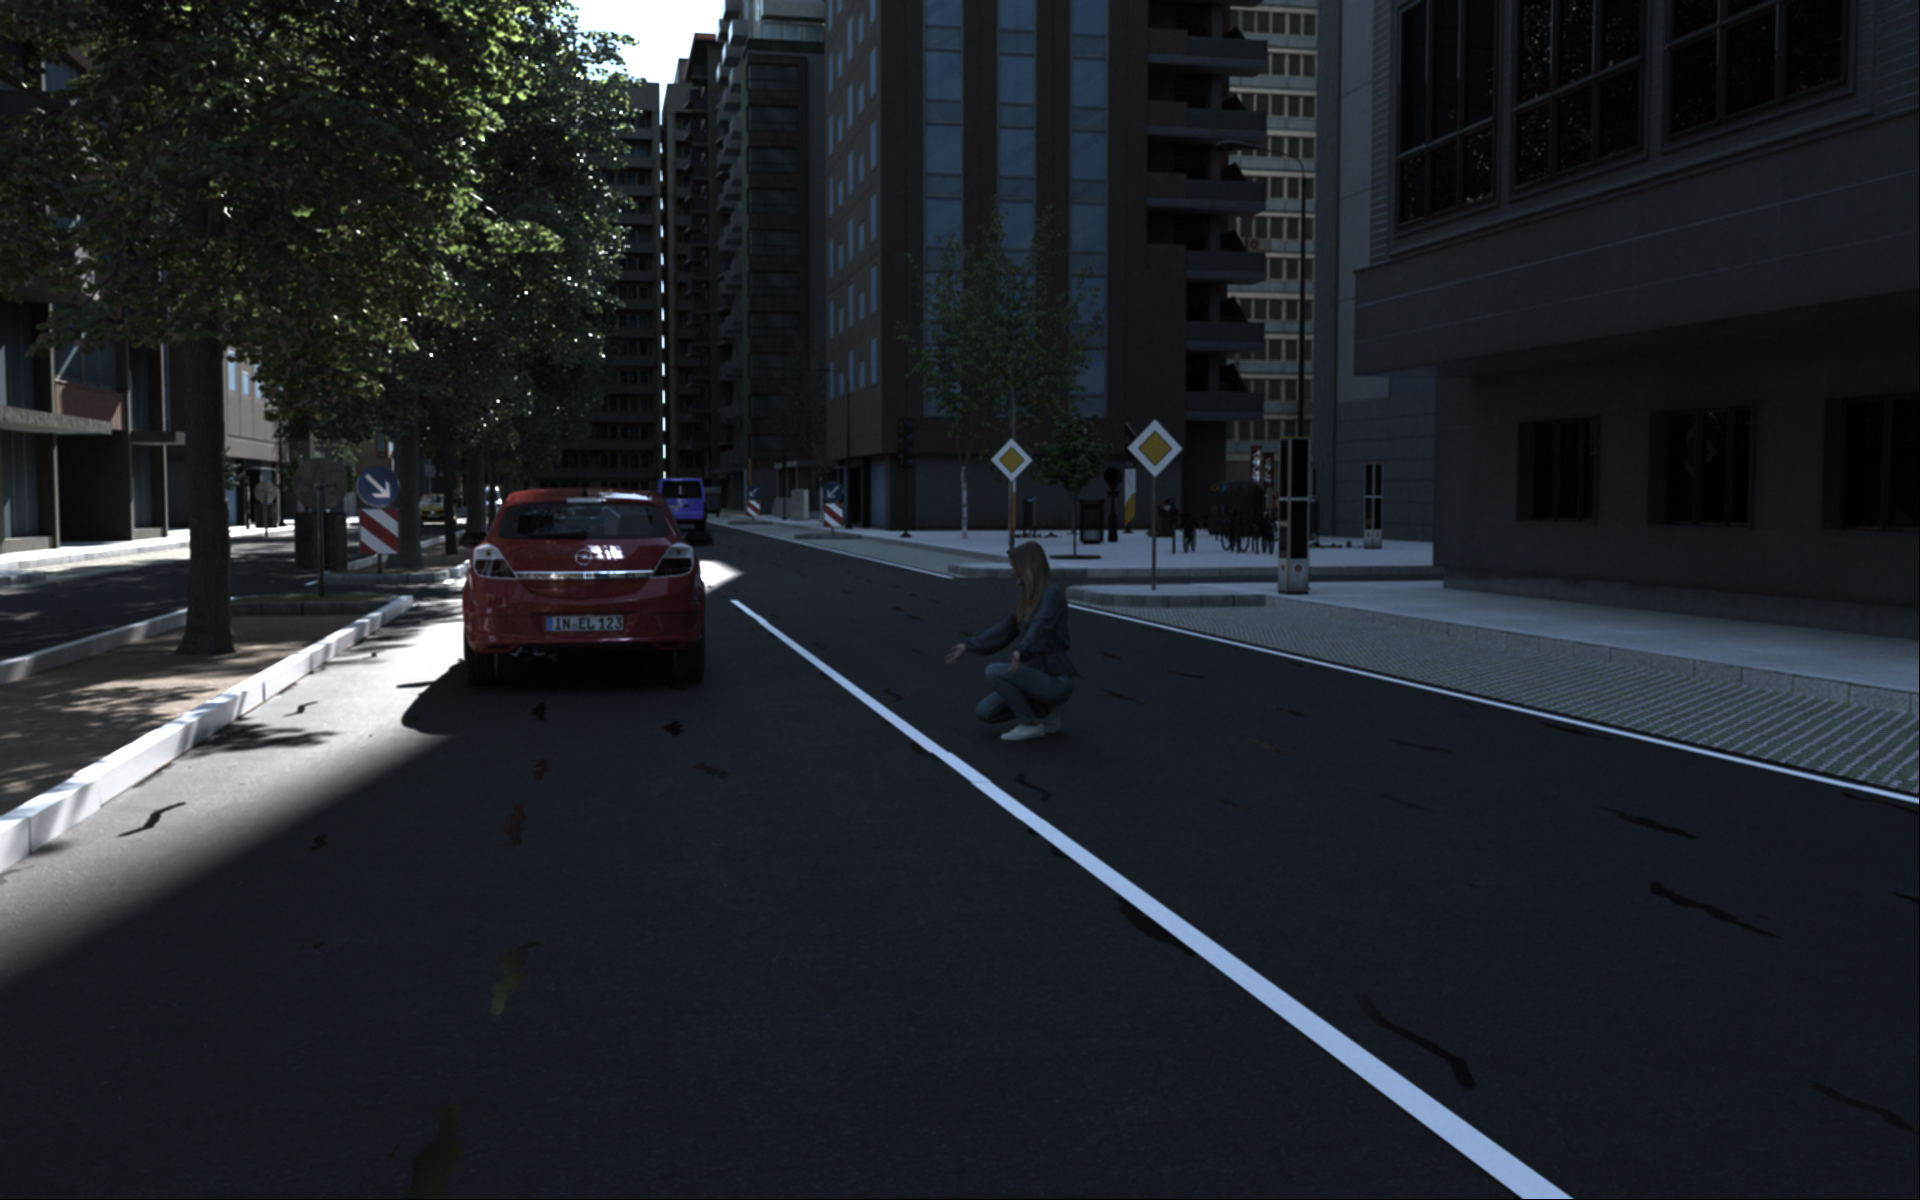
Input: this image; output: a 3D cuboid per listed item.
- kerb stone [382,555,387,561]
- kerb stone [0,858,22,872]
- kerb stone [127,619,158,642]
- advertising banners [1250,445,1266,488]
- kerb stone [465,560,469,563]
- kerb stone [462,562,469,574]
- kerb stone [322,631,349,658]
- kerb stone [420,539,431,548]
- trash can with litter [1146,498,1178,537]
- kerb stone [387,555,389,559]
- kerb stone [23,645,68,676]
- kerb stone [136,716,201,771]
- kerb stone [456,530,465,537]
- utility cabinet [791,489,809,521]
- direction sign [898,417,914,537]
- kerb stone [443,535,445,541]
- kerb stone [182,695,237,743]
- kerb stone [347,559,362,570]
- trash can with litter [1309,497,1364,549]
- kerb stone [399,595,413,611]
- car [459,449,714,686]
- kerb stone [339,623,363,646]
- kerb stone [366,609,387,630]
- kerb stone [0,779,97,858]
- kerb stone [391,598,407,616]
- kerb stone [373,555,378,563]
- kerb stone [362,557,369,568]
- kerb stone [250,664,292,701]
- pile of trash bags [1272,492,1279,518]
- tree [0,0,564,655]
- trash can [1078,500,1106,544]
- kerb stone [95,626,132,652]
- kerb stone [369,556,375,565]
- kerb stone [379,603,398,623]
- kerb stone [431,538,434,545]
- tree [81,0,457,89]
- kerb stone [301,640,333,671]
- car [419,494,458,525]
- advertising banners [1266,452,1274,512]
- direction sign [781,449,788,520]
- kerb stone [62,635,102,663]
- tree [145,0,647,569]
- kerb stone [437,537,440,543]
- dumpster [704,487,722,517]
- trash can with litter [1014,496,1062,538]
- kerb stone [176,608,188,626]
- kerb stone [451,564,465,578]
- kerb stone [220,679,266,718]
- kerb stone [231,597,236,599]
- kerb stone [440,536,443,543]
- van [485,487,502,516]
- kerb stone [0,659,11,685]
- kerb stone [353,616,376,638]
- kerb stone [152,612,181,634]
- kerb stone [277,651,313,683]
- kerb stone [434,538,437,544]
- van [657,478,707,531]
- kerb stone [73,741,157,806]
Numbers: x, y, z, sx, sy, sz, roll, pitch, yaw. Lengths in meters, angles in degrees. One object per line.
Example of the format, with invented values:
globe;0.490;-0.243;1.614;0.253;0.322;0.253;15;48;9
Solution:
kerb stone;-12.276;-0.879;36.565;0.120;0.150;1.000;-1;4;-12
kerb stone;-3.661;0.966;6.395;0.120;0.150;1.000;-1;4;-12
kerb stone;-8.090;0.319;17.005;0.120;0.150;1.000;-1;4;-12
advertising banners;9.974;-4.016;61.856;2.074;3.025;0.090;-2;4;-30
kerb stone;-9.146;-0.596;31.995;0.120;0.150;1.000;-1;4;-12
kerb stone;-8.928;-0.538;30.990;0.120;0.150;1.000;-1;4;-12
kerb stone;-5.599;0.414;15.429;0.120;0.150;1.000;-1;4;-12
kerb stone;-14.417;-1.492;46.585;0.120;0.150;1.000;-1;4;-12
trash can with litter;5.991;-2.465;51.685;0.624;1.170;1.055;-3;5;-42
kerb stone;-12.493;-0.940;37.564;0.120;0.150;1.000;-1;4;-12
kerb stone;-7.446;0.504;14.006;0.120;0.150;1.000;-1;4;-12
kerb stone;-4.312;0.783;9.402;0.120;0.150;1.000;-1;4;-12
kerb stone;-17.208;-2.289;59.622;0.120;0.150;1.000;-1;4;-12
utility cabinet;-7.678;-4.547;83.029;0.318;1.500;1.173;-2;4;-35
direction sign;-1.612;-3.637;51.464;0.379;3.537;0.876;-2;4;-32
kerb stone;-15.487;-1.799;51.602;0.120;0.150;1.000;-1;4;-12
kerb stone;-4.526;0.721;10.408;0.120;0.150;1.000;-1;4;-12
kerb stone;-11.417;-0.633;32.550;0.120;0.150;1.000;-1;4;-12
trash can with litter;8.725;-1.854;41.375;2.233;1.210;1.678;-1;4;-13
kerb stone;-6.885;0.046;21.445;0.120;0.150;1.000;-1;4;-12
car;-3.122;-0.336;14.531;2.155;1.783;4.494;-1;4;-11
kerb stone;-5.818;0.356;16.433;0.120;0.150;1.000;-1;4;-12
kerb stone;-6.249;0.230;18.438;0.120;0.150;1.000;-1;4;-12
kerb stone;-3.874;0.912;7.395;0.120;0.150;1.000;-1;4;-12
kerb stone;-6.675;0.116;20.442;0.120;0.150;1.000;-1;4;-12
kerb stone;-12.060;-0.818;35.565;0.120;0.150;1.000;-1;4;-12
kerb stone;-11.629;-0.695;33.555;0.120;0.150;1.000;-1;4;-12
kerb stone;-4.956;0.598;12.417;0.120;0.150;1.000;-1;4;-12
pile of trash bags;13.951;-4.508;83.457;3.447;1.369;1.912;0;4;-1
tree;-6.913;-5.806;15.519;7.486;12.596;7.792;0;3;0
trash can;3.392;-2.014;44.582;0.748;1.137;0.748;0;3;0
kerb stone;-7.874;0.379;16.006;0.120;0.150;1.000;-1;4;-12
kerb stone;-11.847;-0.748;34.554;0.120;0.150;1.000;-1;4;-12
kerb stone;-6.458;0.173;19.439;0.120;0.150;1.000;-1;4;-12
kerb stone;-14.635;-1.554;47.598;0.120;0.150;1.000;-1;4;-12
tree;-5.003;-4.362;8.186;8.767;10.594;7.601;-1;4;-12
kerb stone;-5.385;0.475;14.426;0.120;0.150;1.000;-1;4;-12
car;-23.647;-4.150;78.076;2.015;1.641;3.980;-1;4;-13
advertising banners;13.717;-4.690;72.871;2.074;3.025;0.090;0;4;3
direction sign;-8.774;-5.784;86.564;0.379;3.537;0.876;0;4;6
kerb stone;-7.660;0.443;15.007;0.120;0.150;1.000;-1;4;-12
tree;-10.348;-7.507;31.852;9.857;13.997;8.962;0;3;0
kerb stone;-15.069;-1.671;49.601;0.120;0.150;1.000;-1;4;-12
dumpster;-15.695;-6.044;107.037;1.865;1.857;1.264;-1;4;-13
trash can with litter;2.388;-2.467;51.387;1.678;1.210;2.233;3;5;39
kerb stone;-8.523;0.197;19.010;0.120;0.150;1.000;-1;4;-12
kerb stone;-8.721;-0.476;29.986;0.120;0.150;1.000;-1;4;-12
kerb stone;-4.747;0.663;11.411;0.120;0.150;1.000;-1;4;-12
kerb stone;-8.942;0.072;21.016;0.120;0.150;1.000;-1;4;-12
kerb stone;-15.283;-1.736;50.601;0.120;0.150;1.000;-1;4;-12
van;-26.097;-5.413;95.507;2.013;2.044;4.112;-1;4;-14
kerb stone;-7.232;0.562;13.000;0.120;0.150;1.000;-1;4;-12
kerb stone;-6.033;0.294;17.432;0.120;0.150;1.000;-1;4;-12
kerb stone;-8.301;0.256;18.005;0.120;0.150;1.000;-1;4;-12
kerb stone;-5.172;0.538;13.416;0.120;0.150;1.000;-1;4;-12
kerb stone;-14.851;-1.613;48.602;0.120;0.150;1.000;-1;4;-12
van;-11.128;-3.935;68.715;2.240;2.365;5.245;-1;4;-11
kerb stone;-4.095;0.844;8.403;0.120;0.150;1.000;-1;4;-12
